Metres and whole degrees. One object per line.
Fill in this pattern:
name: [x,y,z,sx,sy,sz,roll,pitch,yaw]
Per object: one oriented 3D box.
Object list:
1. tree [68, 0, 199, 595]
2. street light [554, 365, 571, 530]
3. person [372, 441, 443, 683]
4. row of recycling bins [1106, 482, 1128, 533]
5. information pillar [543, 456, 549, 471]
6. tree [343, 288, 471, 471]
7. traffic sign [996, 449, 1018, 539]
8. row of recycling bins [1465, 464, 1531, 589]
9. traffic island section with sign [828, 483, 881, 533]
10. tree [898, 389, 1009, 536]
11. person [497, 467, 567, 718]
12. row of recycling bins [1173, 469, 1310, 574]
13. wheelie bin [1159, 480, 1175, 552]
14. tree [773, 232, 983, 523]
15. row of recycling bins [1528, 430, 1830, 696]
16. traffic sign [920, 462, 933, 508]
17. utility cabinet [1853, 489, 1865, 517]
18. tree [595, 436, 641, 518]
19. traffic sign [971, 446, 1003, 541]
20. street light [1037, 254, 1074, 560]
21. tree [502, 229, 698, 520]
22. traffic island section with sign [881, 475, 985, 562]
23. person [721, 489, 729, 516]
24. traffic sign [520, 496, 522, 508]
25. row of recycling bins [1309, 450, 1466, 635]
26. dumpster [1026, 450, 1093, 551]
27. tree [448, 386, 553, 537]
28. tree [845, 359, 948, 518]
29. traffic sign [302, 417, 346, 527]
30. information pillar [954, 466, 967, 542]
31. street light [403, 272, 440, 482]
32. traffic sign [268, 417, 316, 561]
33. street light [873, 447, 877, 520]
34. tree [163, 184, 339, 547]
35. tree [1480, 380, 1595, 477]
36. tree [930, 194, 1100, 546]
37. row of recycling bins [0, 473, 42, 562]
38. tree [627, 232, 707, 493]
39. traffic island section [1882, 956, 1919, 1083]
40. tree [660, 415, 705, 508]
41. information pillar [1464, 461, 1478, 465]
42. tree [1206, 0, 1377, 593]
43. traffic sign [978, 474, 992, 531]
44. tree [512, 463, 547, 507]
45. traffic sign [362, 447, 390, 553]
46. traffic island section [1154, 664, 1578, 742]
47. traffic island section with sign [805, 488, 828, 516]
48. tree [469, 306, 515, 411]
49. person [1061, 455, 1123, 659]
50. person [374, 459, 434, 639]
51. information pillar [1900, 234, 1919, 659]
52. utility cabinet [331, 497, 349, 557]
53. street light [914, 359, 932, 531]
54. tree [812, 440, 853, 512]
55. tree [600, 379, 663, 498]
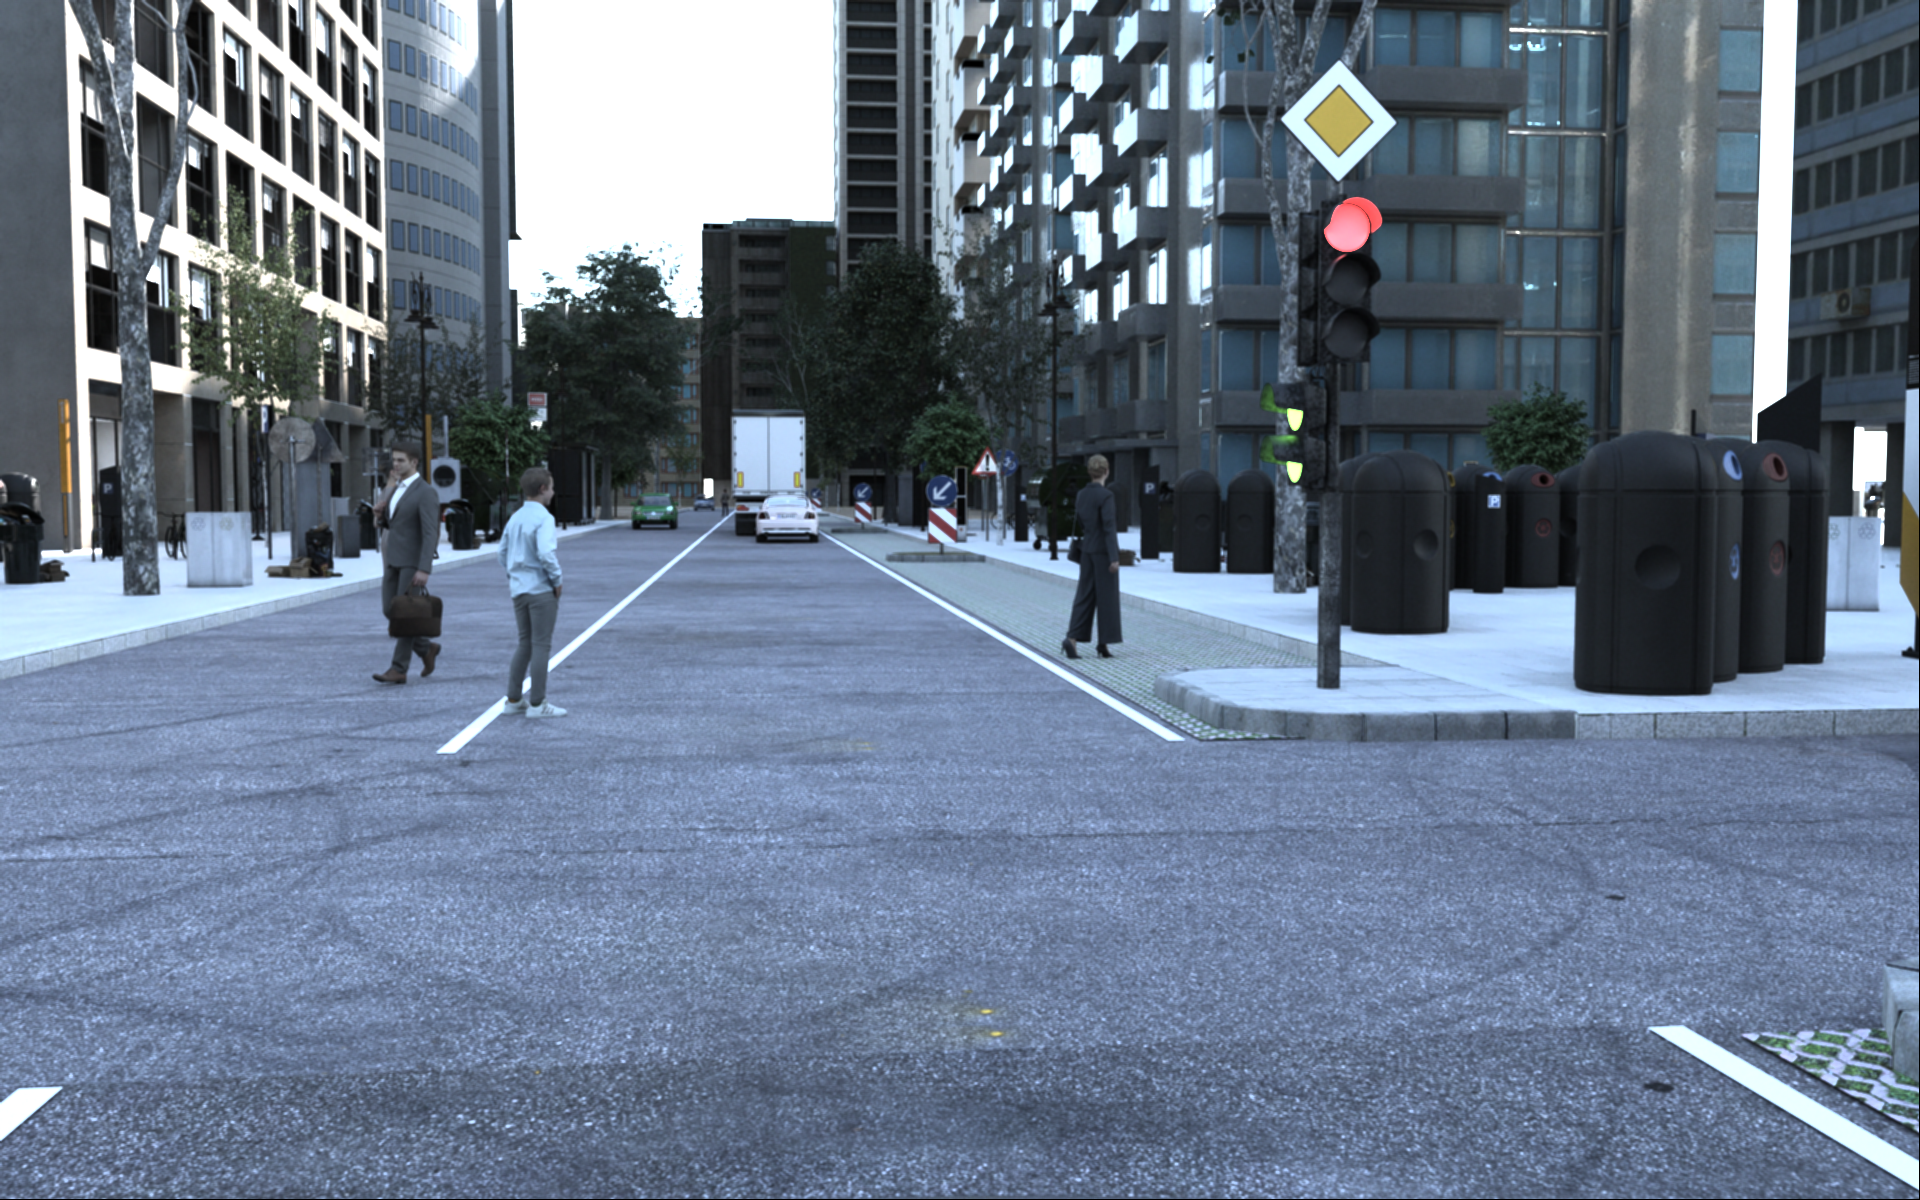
tree: [-11.193,-10.049,20.198,12.611,20.169,13.585,0,3,0]
street light: [-14.285,-5.479,62.372,0.468,5.910,1.993,0,4,-7]
person: [-4.175,-0.289,13.189,0.622,1.834,0.822,2,4,28]
row of recycling bins: [4.288,-3.164,58.838,1.069,1.692,3.534,-3,5,-42]
information pillar: [-18.717,-5.345,78.745,0.504,3.616,0.183,1,4,18]
tree: [-19.755,-6.808,61.681,4.360,8.622,3.978,0,3,0]
traffic sign: [1.272,-3.014,49.392,0.768,2.556,0.104,0,4,-5]
row of recycling bins: [7.412,-1.018,23.752,3.534,1.692,1.069,-1,4,-22]
traffic island section with sign: [-3.730,-3.375,63.813,1.989,1.847,2.006,0,4,-7]
tree: [-0.284,-4.288,53.818,4.285,4.588,4.351,0,3,0]
person: [-2.724,-0.050,11.134,0.330,1.601,0.589,-3,4,-38]
row of recycling bins: [5.205,-1.282,28.072,3.534,1.692,1.069,1,4,16]
wheelie bin: [4.537,-1.859,38.300,0.693,1.594,0.980,1,4,16]
tree: [-3.098,-9.733,76.138,9.611,12.733,9.660,0,3,0]
row of recycling bins: [5.317,-0.322,12.376,1.069,1.692,3.534,3,5,41]
traffic sign: [-0.929,-3.482,57.040,0.768,2.556,0.104,0,4,-4]
utility cabinet: [39.108,-4.126,76.136,0.318,1.500,1.173,-2,4,-25]
tree: [-19.016,-6.821,95.229,4.285,4.588,4.351,0,3,0]
traffic sign: [0.747,-2.882,47.124,0.884,2.594,0.081,0,4,-2]
street light: [1.835,-3.718,33.581,0.468,5.910,1.993,0,4,-7]
tree: [-17.452,-10.911,85.046,9.857,13.997,8.962,0,3,0]
traffic island section with sign: [-0.568,-1.738,37.043,1.989,1.847,2.006,0,4,-7]
person: [-15.268,-6.313,112.244,0.617,1.759,0.750,-1,4,-21]
traffic sign: [-15.351,-3.703,60.545,0.884,2.594,0.081,0,4,0]
row of recycling bins: [4.225,-0.633,17.468,1.069,1.692,3.534,0,4,7]
dumpster: [2.369,-2.235,39.036,1.502,2.255,1.985,0,4,-7]
tree: [-14.088,-4.221,52.735,4.285,4.588,4.351,0,3,0]
tree: [-3.735,-9.661,92.372,7.601,10.594,8.767,1,4,21]
traffic sign: [-10.756,-1.779,29.091,0.884,2.594,0.081,0,4,-1]
information pillar: [0.017,-2.553,46.234,0.304,2.012,0.304,0,4,-6]
street light: [-11.191,-3.875,36.148,0.468,5.910,1.993,0,4,-7]
traffic sign: [-11.007,-1.740,28.550,0.768,2.556,0.104,0,4,-4]
street light: [-4.192,-6.883,85.323,0.468,5.910,1.993,0,4,-7]
tree: [-16.652,-5.565,41.352,4.737,8.622,4.395,0,3,0]
tree: [16.724,-4.063,50.138,4.285,4.588,4.351,0,3,0]
tree: [1.080,-5.648,42.700,4.360,8.622,3.978,0,3,0]
row of recycling bins: [-18.479,-1.531,32.141,1.069,1.692,3.534,0,4,7]
tree: [-20.540,-16.349,123.195,12.611,20.169,13.585,0,3,0]
traffic island section: [3.401,1.146,3.547,2.009,0.180,2.903,0,4,-7]
tree: [-25.792,-12.850,160.462,4.737,8.622,4.395,0,3,0]
information pillar: [11.501,-2.114,39.057,0.304,2.012,0.304,1,4,15]
tree: [5.777,-10.156,21.943,12.611,20.169,13.585,0,3,0]
traffic sign: [0.792,-3.660,59.942,0.768,2.556,0.104,0,4,-3]
tree: [-14.785,-3.941,59.035,1.663,3.219,1.824,0,3,0]
traffic sign: [-12.766,-2.189,37.917,0.606,2.300,0.079,0,4,-4]
traffic island section: [2.463,0.661,11.477,2.009,0.180,2.903,0,4,-7]
traffic island section with sign: [-9.525,-6.376,112.869,1.989,1.847,2.006,0,4,-7]
tree: [-19.603,-7.212,68.273,4.360,8.622,3.978,0,3,0]
person: [1.176,-0.371,14.981,0.576,1.772,0.534,2,4,33]
person: [-5.533,-0.510,17.185,0.599,1.781,0.374,3,5,42]
information pillar: [7.548,-1.355,13.517,0.183,3.616,0.504,0,4,1]
utility cabinet: [-12.854,-1.515,35.938,0.306,1.237,1.020,-2,4,-23]
street light: [-1.275,-5.295,59.355,0.468,5.910,1.993,0,4,-7]
tree: [-11.324,-12.168,149.315,4.737,8.622,4.395,0,3,0]
tree: [-20.328,-9.673,108.515,4.360,8.622,3.978,0,3,0]
